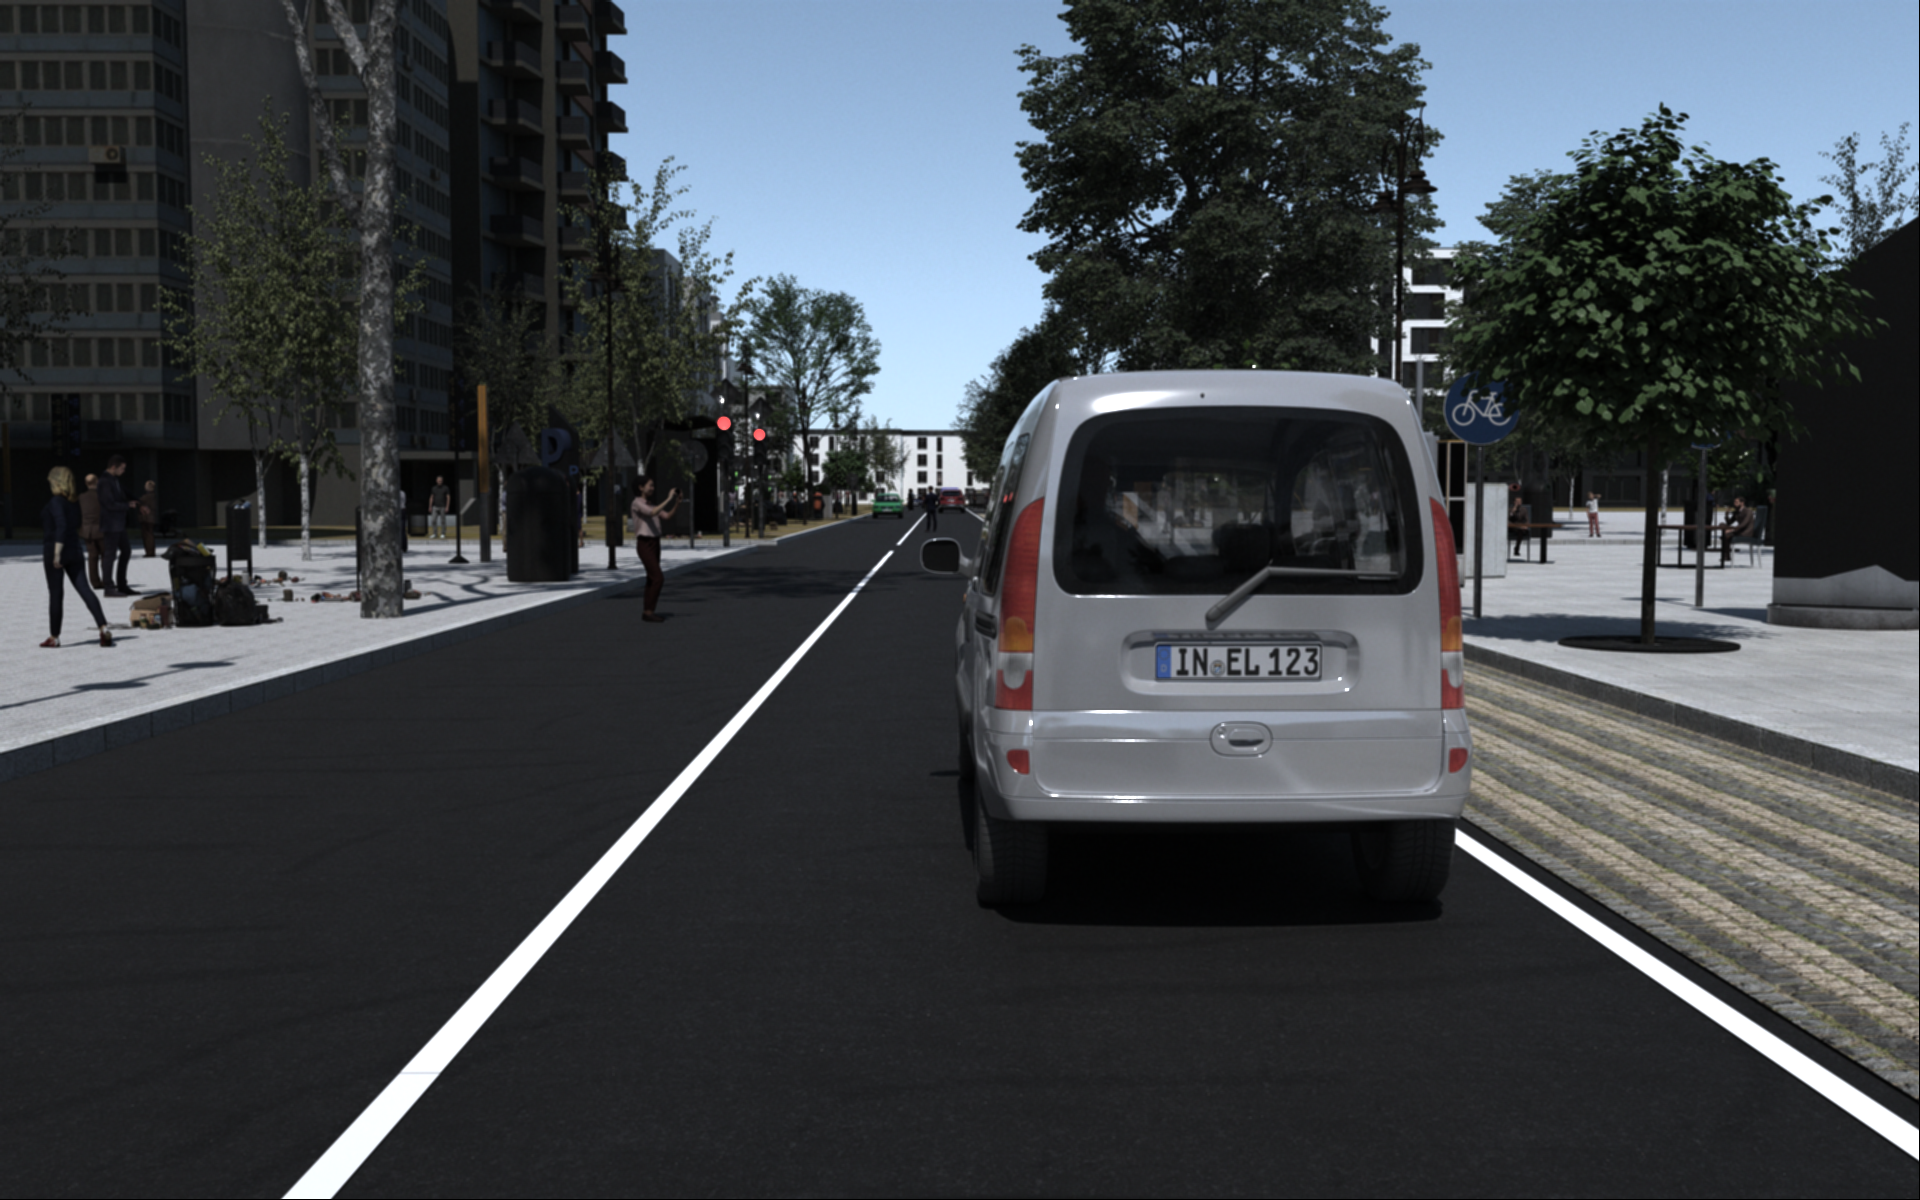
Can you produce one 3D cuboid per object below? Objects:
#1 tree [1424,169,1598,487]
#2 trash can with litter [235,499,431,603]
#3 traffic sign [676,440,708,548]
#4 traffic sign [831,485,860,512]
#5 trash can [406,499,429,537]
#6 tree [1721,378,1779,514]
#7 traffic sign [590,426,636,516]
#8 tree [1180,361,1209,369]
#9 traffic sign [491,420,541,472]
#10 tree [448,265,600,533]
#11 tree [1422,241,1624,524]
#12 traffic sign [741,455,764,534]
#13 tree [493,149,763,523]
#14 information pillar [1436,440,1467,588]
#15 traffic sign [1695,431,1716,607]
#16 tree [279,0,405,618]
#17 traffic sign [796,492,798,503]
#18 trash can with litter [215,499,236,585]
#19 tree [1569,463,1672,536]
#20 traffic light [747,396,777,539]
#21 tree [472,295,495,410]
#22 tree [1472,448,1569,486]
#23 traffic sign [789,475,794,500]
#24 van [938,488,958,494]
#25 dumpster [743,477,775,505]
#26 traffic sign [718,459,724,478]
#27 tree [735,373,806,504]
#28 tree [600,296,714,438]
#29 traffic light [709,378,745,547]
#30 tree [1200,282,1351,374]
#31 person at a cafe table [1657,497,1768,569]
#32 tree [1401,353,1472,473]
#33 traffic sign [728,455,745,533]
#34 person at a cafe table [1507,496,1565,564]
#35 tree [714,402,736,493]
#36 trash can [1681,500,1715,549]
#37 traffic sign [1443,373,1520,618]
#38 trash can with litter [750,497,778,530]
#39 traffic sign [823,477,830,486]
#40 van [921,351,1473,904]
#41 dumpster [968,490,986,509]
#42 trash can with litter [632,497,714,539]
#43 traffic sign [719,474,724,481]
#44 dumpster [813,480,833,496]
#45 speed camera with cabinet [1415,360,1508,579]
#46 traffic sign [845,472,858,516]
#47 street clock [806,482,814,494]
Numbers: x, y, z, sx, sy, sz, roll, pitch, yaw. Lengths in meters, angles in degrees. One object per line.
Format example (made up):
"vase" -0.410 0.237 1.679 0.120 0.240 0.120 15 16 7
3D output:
"tree" 20.493 -8.737 60.977 7.486 12.596 7.792 0 3 0
"trash can with litter" -7.474 -0.609 21.017 2.233 1.210 1.678 -2 4 -27
"traffic sign" -6.323 -2.490 40.815 0.768 2.556 0.104 0 4 6
"traffic sign" -8.184 -7.831 121.909 2.265 3.308 0.079 0 4 0
"trash can" -16.402 -2.489 52.347 0.748 1.137 0.748 0 3 0
"tree" 54.433 -12.310 103.082 18.604 14.587 13.155 3 5 39
"traffic sign" -6.616 -2.020 33.028 0.884 2.594 0.081 0 4 0
"tree" 12.610 -8.622 91.340 4.360 8.622 3.978 0 3 0
"traffic sign" -7.773 -1.855 30.330 0.884 2.594 0.081 0 4 5
"tree" -14.913 -6.516 56.898 4.360 8.622 3.978 0 3 0
"tree" 25.037 -9.609 74.110 9.611 12.733 9.660 0 3 0
"traffic sign" -6.743 -3.428 56.157 0.768 2.556 0.104 0 4 8
"tree" -6.741 -5.342 37.706 4.737 8.622 4.395 0 3 0
"information pillar" 6.745 -1.181 23.800 0.304 2.012 0.304 -1 4 -15
"traffic sign" 8.398 -1.192 19.599 0.768 2.556 0.104 0 4 0
"tree" -6.750 -9.960 18.737 12.611 20.169 13.585 0 3 0
"traffic sign" -10.159 -6.593 107.903 0.768 2.556 0.104 0 4 2
"trash can with litter" -10.057 -0.849 24.936 1.678 1.210 2.233 1 4 10
"tree" 21.782 -6.268 52.852 4.360 8.622 3.978 0 3 0
"traffic light" -5.723 -3.729 49.891 0.839 4.253 0.868 0 4 -1
"tree" -16.442 -6.999 64.800 4.737 8.622 4.395 0 3 0
"tree" 30.072 -8.687 92.388 4.360 8.622 3.978 0 3 0
"traffic sign" -10.106 -6.410 104.902 0.768 2.556 0.104 0 4 1
"van" -0.980 -10.053 168.751 2.240 2.365 5.245 0 4 -1
"dumpster" -10.457 -5.344 89.861 1.502 2.255 1.985 0 4 0
"traffic sign" -8.281 -3.644 59.306 0.795 2.593 0.064 0 4 3
"tree" -10.895 -9.251 101.624 4.360 8.622 3.978 0 3 0
"tree" -11.092 -6.854 62.428 4.360 8.622 3.978 0 3 0
"traffic light" -5.648 -3.241 41.906 0.839 4.253 0.868 0 4 -1
"tree" 10.293 -6.622 58.639 4.737 8.622 4.395 0 3 0
"person at a cafe table" 13.104 -1.181 30.169 1.726 1.238 1.698 0 4 3
"tree" 24.199 -8.516 89.594 4.360 8.622 3.978 0 3 0
"traffic sign" -7.249 -3.442 56.376 0.768 2.556 0.104 0 4 6
"person at a cafe table" 10.491 -1.332 32.647 1.698 1.238 1.726 1 4 22
"tree" -14.099 -9.675 108.541 4.360 8.622 3.978 0 3 0
"trash can" 17.360 -1.780 40.752 0.748 1.137 0.748 0 3 0
"traffic sign" 5.383 -1.091 17.945 0.768 2.556 0.104 1 4 9
"trash can with litter" -6.896 -3.060 61.410 1.055 1.170 0.624 -1 4 -8
"traffic sign" -9.364 -7.373 120.558 0.884 2.594 0.081 0 4 4
"van" 0.838 -0.026 7.442 2.013 2.044 4.112 0 4 -1
"dumpster" 1.718 -10.000 171.723 1.865 1.857 1.264 0 4 -1
"trash can with litter" -8.341 -2.389 50.119 2.233 1.210 1.678 0 4 3
"traffic sign" -9.206 -4.027 65.949 0.768 2.556 0.104 0 4 2
"dumpster" -9.431 -7.016 117.207 1.502 2.255 1.985 0 4 -1
"speed camera with cabinet" 7.341 -1.950 26.211 2.038 3.252 0.660 -2 4 -26
"traffic sign" -6.376 -6.235 102.051 0.768 2.556 0.104 0 4 5
"street clock" -8.617 -5.771 98.928 0.471 2.002 0.358 -2 4 -34
